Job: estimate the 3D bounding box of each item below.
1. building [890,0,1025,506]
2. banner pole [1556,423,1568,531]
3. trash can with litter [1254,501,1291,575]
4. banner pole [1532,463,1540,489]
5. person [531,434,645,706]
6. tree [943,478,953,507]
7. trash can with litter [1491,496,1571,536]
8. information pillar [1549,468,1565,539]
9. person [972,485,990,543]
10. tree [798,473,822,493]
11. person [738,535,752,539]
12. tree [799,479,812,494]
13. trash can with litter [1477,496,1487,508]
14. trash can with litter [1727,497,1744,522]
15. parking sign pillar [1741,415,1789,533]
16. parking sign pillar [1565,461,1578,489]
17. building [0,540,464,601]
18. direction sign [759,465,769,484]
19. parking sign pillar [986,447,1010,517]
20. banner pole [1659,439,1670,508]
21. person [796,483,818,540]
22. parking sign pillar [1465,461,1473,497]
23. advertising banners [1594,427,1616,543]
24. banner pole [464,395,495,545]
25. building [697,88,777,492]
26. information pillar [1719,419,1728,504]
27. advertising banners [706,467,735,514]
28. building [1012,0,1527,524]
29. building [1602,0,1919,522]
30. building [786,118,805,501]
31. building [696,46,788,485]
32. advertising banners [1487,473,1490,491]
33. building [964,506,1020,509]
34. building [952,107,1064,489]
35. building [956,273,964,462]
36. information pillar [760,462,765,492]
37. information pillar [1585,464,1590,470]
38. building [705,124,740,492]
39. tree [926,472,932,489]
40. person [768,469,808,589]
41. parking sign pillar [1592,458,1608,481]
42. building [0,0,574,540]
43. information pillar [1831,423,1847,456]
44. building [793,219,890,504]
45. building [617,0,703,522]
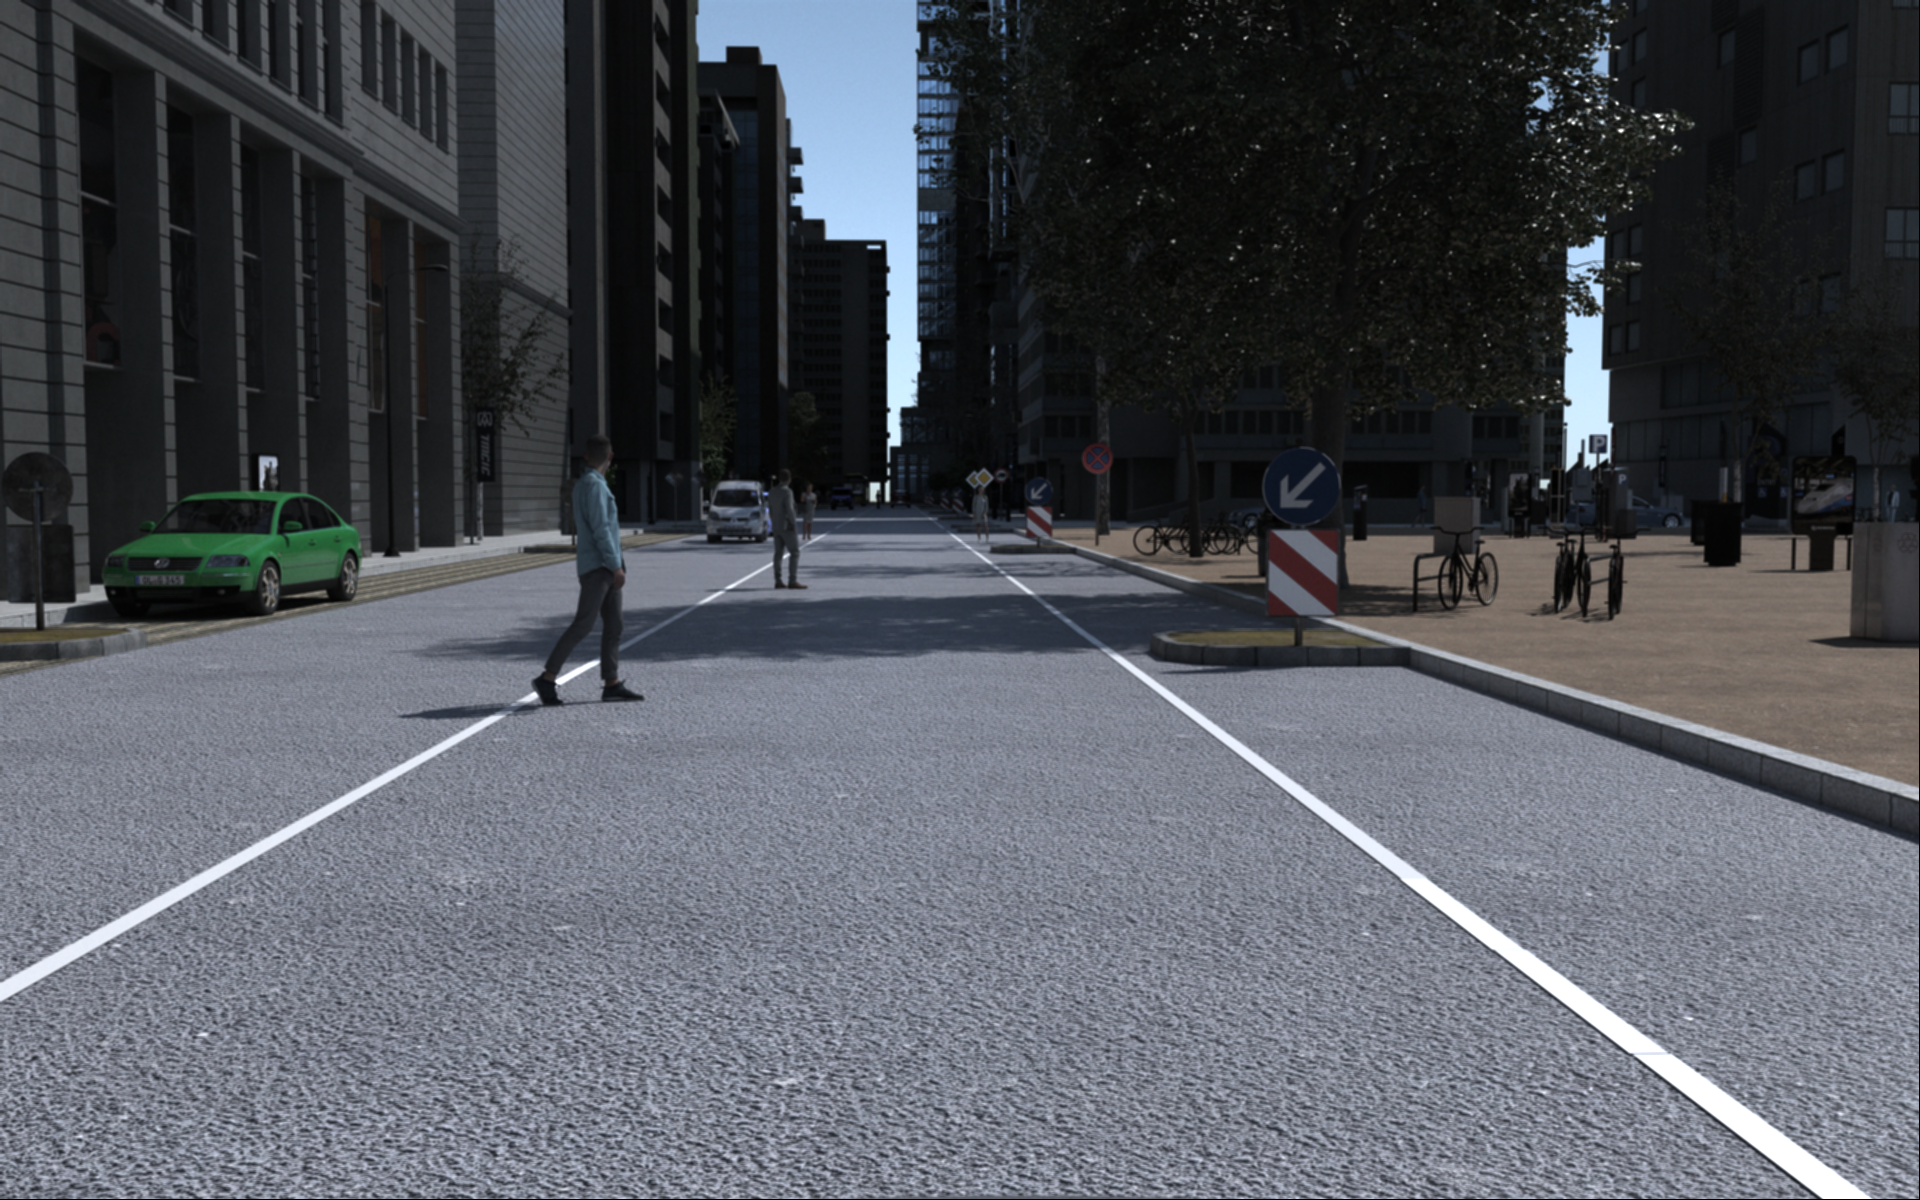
[{"bbox_3d":[5.645,-56.854,242.239,31.000,86.520,22.319,0,4,-2],"label":"building"},{"bbox_3d":[21.139,-4.335,60.900,0.401,3.779,0.863,-1,4,-9],"label":"banner pole"},{"bbox_3d":[5.150,-0.964,27.150,1.055,1.170,0.624,0,4,7],"label":"trash can with litter"},{"bbox_3d":[46.334,-9.149,139.596,0.863,3.779,0.401,0,4,2],"label":"banner pole"},{"bbox_3d":[-2.553,-0.215,11.882,0.748,1.841,0.638,0,4,-7],"label":"person"},{"bbox_3d":[-0.912,-10.970,173.966,1.663,3.219,1.824,0,3,0],"label":"tree"},{"bbox_3d":[17.441,-2.578,53.203,1.678,1.210,2.233,-3,5,-42],"label":"trash can with litter"},{"bbox_3d":[17.164,-2.769,49.763,0.304,2.012,0.304,-3,5,-39],"label":"information pillar"},{"bbox_3d":[0.613,-2.546,51.134,0.512,1.701,0.522,0,4,-2],"label":"person"},{"bbox_3d":[-19.448,-14.778,225.339,4.285,4.588,4.351,0,3,0],"label":"tree"},{"bbox_3d":[-6.791,-2.842,54.883,0.656,1.842,0.836,-2,4,-26],"label":"person"},{"bbox_3d":[-17.796,-12.451,198.173,1.663,3.219,1.824,0,3,0],"label":"tree"},{"bbox_3d":[32.699,-5.956,108.767,0.624,1.170,1.055,2,4,29],"label":"trash can with litter"},{"bbox_3d":[35.737,-4.172,79.602,1.055,1.170,0.624,2,4,28],"label":"trash can with litter"},{"bbox_3d":[26.680,-4.208,57.280,1.447,3.967,1.447,-2,4,-28],"label":"parking sign pillar"},{"bbox_3d":[49.817,-9.334,141.087,1.447,3.967,1.447,-2,4,-32],"label":"parking sign pillar"},{"bbox_3d":[-17.076,-15.256,26.920,11.434,29.767,29.804,0,4,-2],"label":"building"},{"bbox_3d":[-15.473,-8.864,136.928,0.876,3.537,0.379,1,4,16],"label":"direction sign"},{"bbox_3d":[1.977,-6.782,99.352,1.447,3.967,1.447,0,4,1],"label":"parking sign pillar"},{"bbox_3d":[32.067,-5.431,78.819,0.401,3.779,0.863,-1,4,-15],"label":"banner pole"},{"bbox_3d":[-4.813,-2.784,54.380,0.716,1.782,0.532,-2,4,-23],"label":"person"},{"bbox_3d":[28.776,-6.703,98.058,1.447,3.967,1.447,1,4,15],"label":"parking sign pillar"},{"bbox_3d":[17.166,-3.047,46.011,0.090,3.025,2.074,1,4,10],"label":"advertising banners"},{"bbox_3d":[-12.140,-3.288,43.768,0.863,3.779,0.401,0,4,3],"label":"banner pole"},{"bbox_3d":[-33.415,-28.549,158.662,32.217,40.220,23.993,0,4,-2],"label":"building"},{"bbox_3d":[23.877,-3.842,54.170,0.183,3.616,0.504,0,4,7],"label":"information pillar"},{"bbox_3d":[-15.624,-7.145,113.010,2.074,3.025,0.090,1,4,17],"label":"advertising banners"},{"bbox_3d":[15.225,-24.257,88.486,23.993,40.220,32.217,0,4,-2],"label":"building"},{"bbox_3d":[51.497,-30.556,88.837,27.495,52.752,28.713,0,4,-2],"label":"building"},{"bbox_3d":[-34.364,-36.074,209.424,30.456,49.044,23.786,0,4,-2],"label":"building"},{"bbox_3d":[-25.148,-32.279,177.878,14.600,45.320,14.200,0,4,-2],"label":"building"},{"bbox_3d":[43.683,-9.077,144.589,2.074,3.025,0.090,-3,4,-38],"label":"advertising banners"},{"bbox_3d":[11.550,-52.001,162.879,22.319,86.520,31.000,0,4,-2],"label":"building"},{"bbox_3d":[10.312,-33.040,194.820,22.147,44.769,28.867,0,4,-2],"label":"building"},{"bbox_3d":[6.395,-27.210,216.576,14.160,30.474,14.107,0,4,-2],"label":"building"},{"bbox_3d":[-14.563,-8.355,127.959,0.183,3.616,0.504,2,4,28],"label":"information pillar"},{"bbox_3d":[49.232,-8.857,136.165,0.504,3.616,0.183,2,4,27],"label":"information pillar"},{"bbox_3d":[-24.971,-22.236,135.268,14.160,30.474,14.107,0,4,-2],"label":"building"},{"bbox_3d":[-2.685,-14.581,222.119,4.285,4.588,4.351,0,3,0],"label":"tree"},{"bbox_3d":[-2.660,-1.079,26.243,0.635,1.810,0.391,3,4,39],"label":"person"},{"bbox_3d":[48.275,-8.693,130.599,1.447,3.967,1.447,-3,5,-42],"label":"parking sign pillar"},{"bbox_3d":[-28.761,-17.070,56.579,29.804,29.767,11.434,0,4,-2],"label":"building"},{"bbox_3d":[29.102,-4.038,57.380,0.183,3.616,0.504,-2,4,-31],"label":"information pillar"},{"bbox_3d":[-22.010,-33.985,247.541,23.993,40.220,32.217,0,4,-2],"label":"building"},{"bbox_3d":[-19.840,-18.858,80.034,14.160,30.474,14.107,0,4,-2],"label":"building"}]
